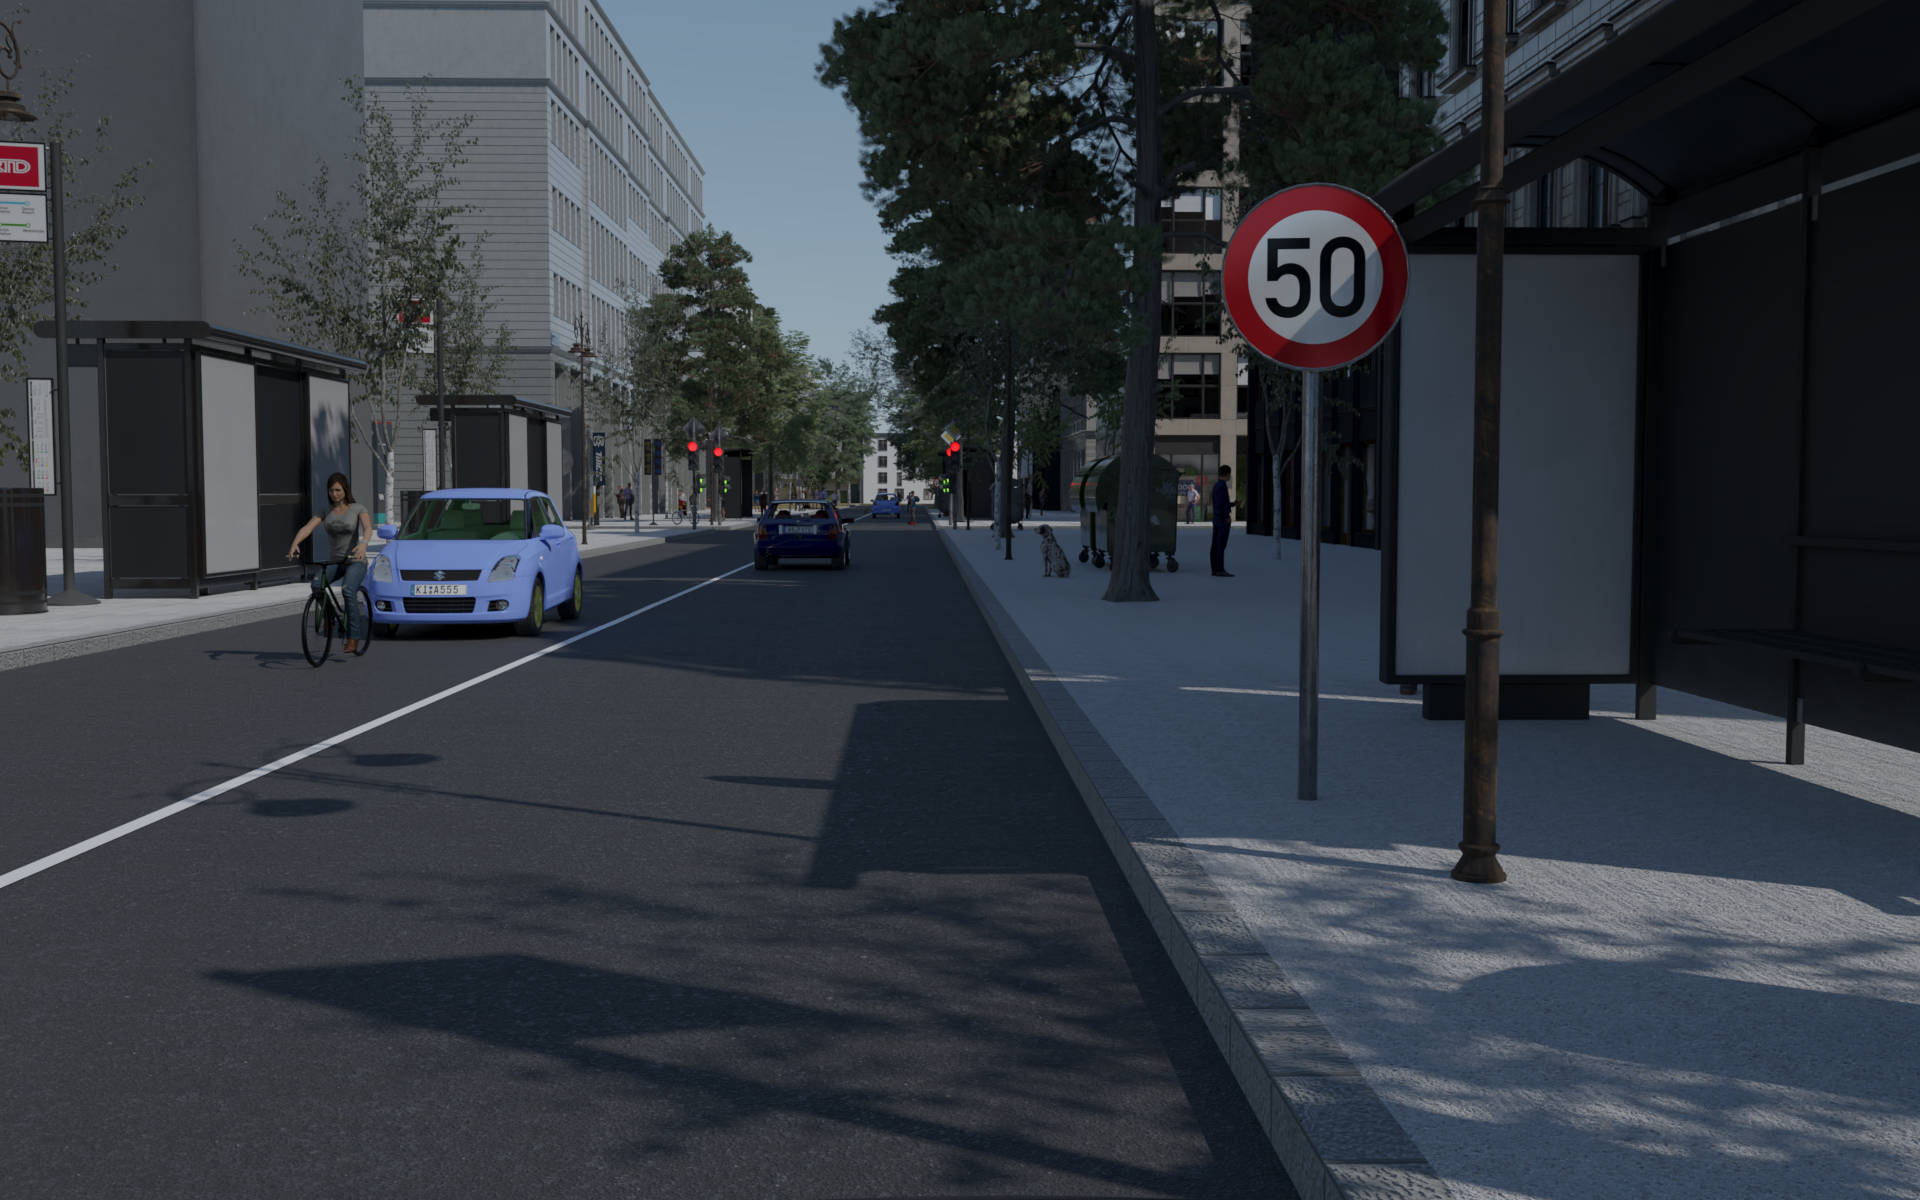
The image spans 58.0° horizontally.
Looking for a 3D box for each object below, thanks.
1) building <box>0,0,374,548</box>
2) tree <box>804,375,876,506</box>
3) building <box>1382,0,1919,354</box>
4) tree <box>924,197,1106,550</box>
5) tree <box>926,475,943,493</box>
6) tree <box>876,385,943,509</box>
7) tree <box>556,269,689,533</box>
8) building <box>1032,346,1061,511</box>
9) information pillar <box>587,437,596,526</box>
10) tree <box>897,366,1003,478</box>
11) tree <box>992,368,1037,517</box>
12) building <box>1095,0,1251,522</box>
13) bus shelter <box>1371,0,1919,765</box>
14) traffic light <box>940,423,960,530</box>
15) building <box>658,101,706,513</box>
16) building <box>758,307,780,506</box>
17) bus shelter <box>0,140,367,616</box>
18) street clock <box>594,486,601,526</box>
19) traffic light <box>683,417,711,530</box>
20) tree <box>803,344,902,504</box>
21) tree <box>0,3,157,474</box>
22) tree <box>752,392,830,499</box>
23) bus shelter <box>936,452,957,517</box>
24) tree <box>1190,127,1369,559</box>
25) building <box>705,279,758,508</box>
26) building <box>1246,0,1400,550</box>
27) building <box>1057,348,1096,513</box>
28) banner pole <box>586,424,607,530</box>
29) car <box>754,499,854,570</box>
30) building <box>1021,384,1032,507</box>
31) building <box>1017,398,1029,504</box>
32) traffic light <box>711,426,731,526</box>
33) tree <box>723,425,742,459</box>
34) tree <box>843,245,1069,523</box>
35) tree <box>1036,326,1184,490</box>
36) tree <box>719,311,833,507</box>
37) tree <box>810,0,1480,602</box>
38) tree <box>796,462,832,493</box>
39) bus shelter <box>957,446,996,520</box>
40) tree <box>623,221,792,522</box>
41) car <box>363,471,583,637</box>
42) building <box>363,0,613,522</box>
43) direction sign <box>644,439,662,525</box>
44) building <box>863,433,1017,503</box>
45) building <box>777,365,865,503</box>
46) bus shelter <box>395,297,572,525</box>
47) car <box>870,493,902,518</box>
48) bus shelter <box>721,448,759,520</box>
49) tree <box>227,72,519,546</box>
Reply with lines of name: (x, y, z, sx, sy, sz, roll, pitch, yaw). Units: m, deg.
building: (-29.822, -15.492, 46.809, 24.014, 27.812, 14.314, 0, 4, -1)
tree: (-13.214, -17.073, 185.801, 9.857, 13.997, 8.962, 0, 3, 0)
building: (14.496, -10.076, 29.366, 10.561, 19.102, 19.286, 0, 4, -1)
tree: (1.007, -5.464, 39.691, 4.360, 8.622, 3.978, 0, 3, 0)
tree: (-2.319, -10.734, 170.108, 1.663, 3.219, 1.824, 0, 3, 0)
tree: (-2.135, -15.114, 153.766, 9.857, 13.997, 8.962, 0, 3, 0)
tree: (-10.757, -6.507, 56.753, 4.360, 8.622, 3.978, 0, 3, 0)
building: (12.459, -18.874, 138.275, 12.332, 23.373, 15.834, 0, 4, -1)
information pillar: (-14.773, -4.775, 69.424, 0.183, 3.616, 0.504, -3, 5, -41)
tree: (-0.339, -11.753, 110.288, 7.486, 12.596, 7.792, 0, 3, 0)
tree: (4.109, -8.880, 95.550, 4.737, 8.622, 4.395, 0, 3, 0)
building: (24.858, -17.323, 87.742, 34.151, 26.468, 19.350, 0, 4, -1)
bus shelter: (3.246, -0.817, 7.287, 2.014, 3.302, 5.546, 0, 4, -1)
traffic light: (-0.399, -4.975, 70.581, 0.839, 4.213, 0.868, 0, 4, -1)
building: (-25.175, -21.062, 121.853, 11.434, 29.767, 29.804, 0, 4, -1)
building: (-37.937, -21.736, 199.364, 32.646, 21.610, 27.936, 0, 4, -1)
bus shelter: (-10.146, -2.739, 22.418, 2.179, 5.291, 8.768, 0, 4, -1)
street clock: (-14.795, -4.031, 70.474, 0.471, 2.002, 0.358, -2, 4, -32)
traffic light: (-9.558, -4.471, 62.350, 0.839, 4.213, 0.868, 0, 4, -1)
tree: (-12.340, -21.893, 213.832, 12.611, 20.169, 13.585, 0, 3, 0)
tree: (-13.586, -4.480, 23.612, 4.360, 8.622, 3.978, 0, 3, 0)
tree: (-11.545, -10.138, 116.115, 4.360, 8.622, 3.978, 0, 3, 0)
bus shelter: (-0.462, -6.630, 99.676, 1.731, 3.624, 6.357, 0, 4, -1)
tree: (6.282, -5.090, 33.591, 4.360, 8.622, 3.978, 0, 3, 0)
building: (-34.656, -19.426, 161.597, 27.936, 21.610, 32.646, 0, 4, -1)
building: (15.467, -13.279, 46.792, 12.332, 23.373, 15.834, 0, 4, -1)
building: (12.807, -17.351, 119.843, 11.583, 22.565, 21.152, 0, 4, -1)
banner pole: (-13.035, -4.393, 61.843, 0.863, 3.779, 0.401, 1, 4, 8)
car: (-3.067, -1.316, 34.089, 1.945, 1.354, 3.894, 0, 4, -2)
building: (14.321, -19.561, 176.243, 16.016, 20.091, 11.380, 0, 4, -1)
building: (20.294, -21.673, 198.323, 27.936, 21.610, 32.646, 0, 4, -1)
traffic light: (-9.757, -4.960, 70.333, 0.839, 4.213, 0.868, 0, 4, -1)
tree: (-16.480, -10.936, 129.161, 4.360, 8.622, 3.978, 0, 3, 0)
tree: (-0.108, -10.255, 78.036, 12.009, 13.543, 11.850, 0, 3, 0)
tree: (5.507, -6.715, 60.152, 4.737, 8.622, 4.395, 0, 3, 0)
tree: (-11.755, -11.603, 107.843, 7.486, 12.596, 7.792, 0, 3, 0)
tree: (2.295, -6.904, 20.304, 7.806, 13.903, 7.818, 0, 3, 0)
tree: (-13.543, -10.778, 159.929, 4.285, 4.588, 4.351, 0, 3, 0)
bus shelter: (0.903, -5.937, 88.349, 1.731, 3.624, 6.357, 0, 4, -2)
tree: (-11.423, -10.528, 79.550, 7.806, 13.903, 7.818, 0, 3, 0)
car: (-5.141, -0.548, 18.550, 1.945, 1.707, 3.694, 0, 4, -3)
building: (-24.182, -19.243, 92.119, 11.434, 29.767, 29.804, 0, 4, -1)
direction sign: (-12.615, -4.843, 71.178, 0.876, 3.537, 0.379, 2, 4, 28)
building: (0.542, -18.365, 242.416, 28.070, 9.664, 9.099, 0, 4, -1)
building: (-29.428, -23.196, 245.708, 31.486, 18.905, 16.747, 0, 4, -1)
bus shelter: (-10.476, -3.698, 38.086, 2.179, 5.291, 8.768, 0, 4, -2)
car: (-4.414, -5.756, 103.702, 1.945, 1.707, 3.694, 0, 4, -2)
bus shelter: (-11.583, -6.046, 90.131, 1.731, 3.624, 6.357, 0, 4, -1)
tree: (-10.163, -4.885, 30.226, 4.360, 8.622, 3.978, 0, 3, 0)
